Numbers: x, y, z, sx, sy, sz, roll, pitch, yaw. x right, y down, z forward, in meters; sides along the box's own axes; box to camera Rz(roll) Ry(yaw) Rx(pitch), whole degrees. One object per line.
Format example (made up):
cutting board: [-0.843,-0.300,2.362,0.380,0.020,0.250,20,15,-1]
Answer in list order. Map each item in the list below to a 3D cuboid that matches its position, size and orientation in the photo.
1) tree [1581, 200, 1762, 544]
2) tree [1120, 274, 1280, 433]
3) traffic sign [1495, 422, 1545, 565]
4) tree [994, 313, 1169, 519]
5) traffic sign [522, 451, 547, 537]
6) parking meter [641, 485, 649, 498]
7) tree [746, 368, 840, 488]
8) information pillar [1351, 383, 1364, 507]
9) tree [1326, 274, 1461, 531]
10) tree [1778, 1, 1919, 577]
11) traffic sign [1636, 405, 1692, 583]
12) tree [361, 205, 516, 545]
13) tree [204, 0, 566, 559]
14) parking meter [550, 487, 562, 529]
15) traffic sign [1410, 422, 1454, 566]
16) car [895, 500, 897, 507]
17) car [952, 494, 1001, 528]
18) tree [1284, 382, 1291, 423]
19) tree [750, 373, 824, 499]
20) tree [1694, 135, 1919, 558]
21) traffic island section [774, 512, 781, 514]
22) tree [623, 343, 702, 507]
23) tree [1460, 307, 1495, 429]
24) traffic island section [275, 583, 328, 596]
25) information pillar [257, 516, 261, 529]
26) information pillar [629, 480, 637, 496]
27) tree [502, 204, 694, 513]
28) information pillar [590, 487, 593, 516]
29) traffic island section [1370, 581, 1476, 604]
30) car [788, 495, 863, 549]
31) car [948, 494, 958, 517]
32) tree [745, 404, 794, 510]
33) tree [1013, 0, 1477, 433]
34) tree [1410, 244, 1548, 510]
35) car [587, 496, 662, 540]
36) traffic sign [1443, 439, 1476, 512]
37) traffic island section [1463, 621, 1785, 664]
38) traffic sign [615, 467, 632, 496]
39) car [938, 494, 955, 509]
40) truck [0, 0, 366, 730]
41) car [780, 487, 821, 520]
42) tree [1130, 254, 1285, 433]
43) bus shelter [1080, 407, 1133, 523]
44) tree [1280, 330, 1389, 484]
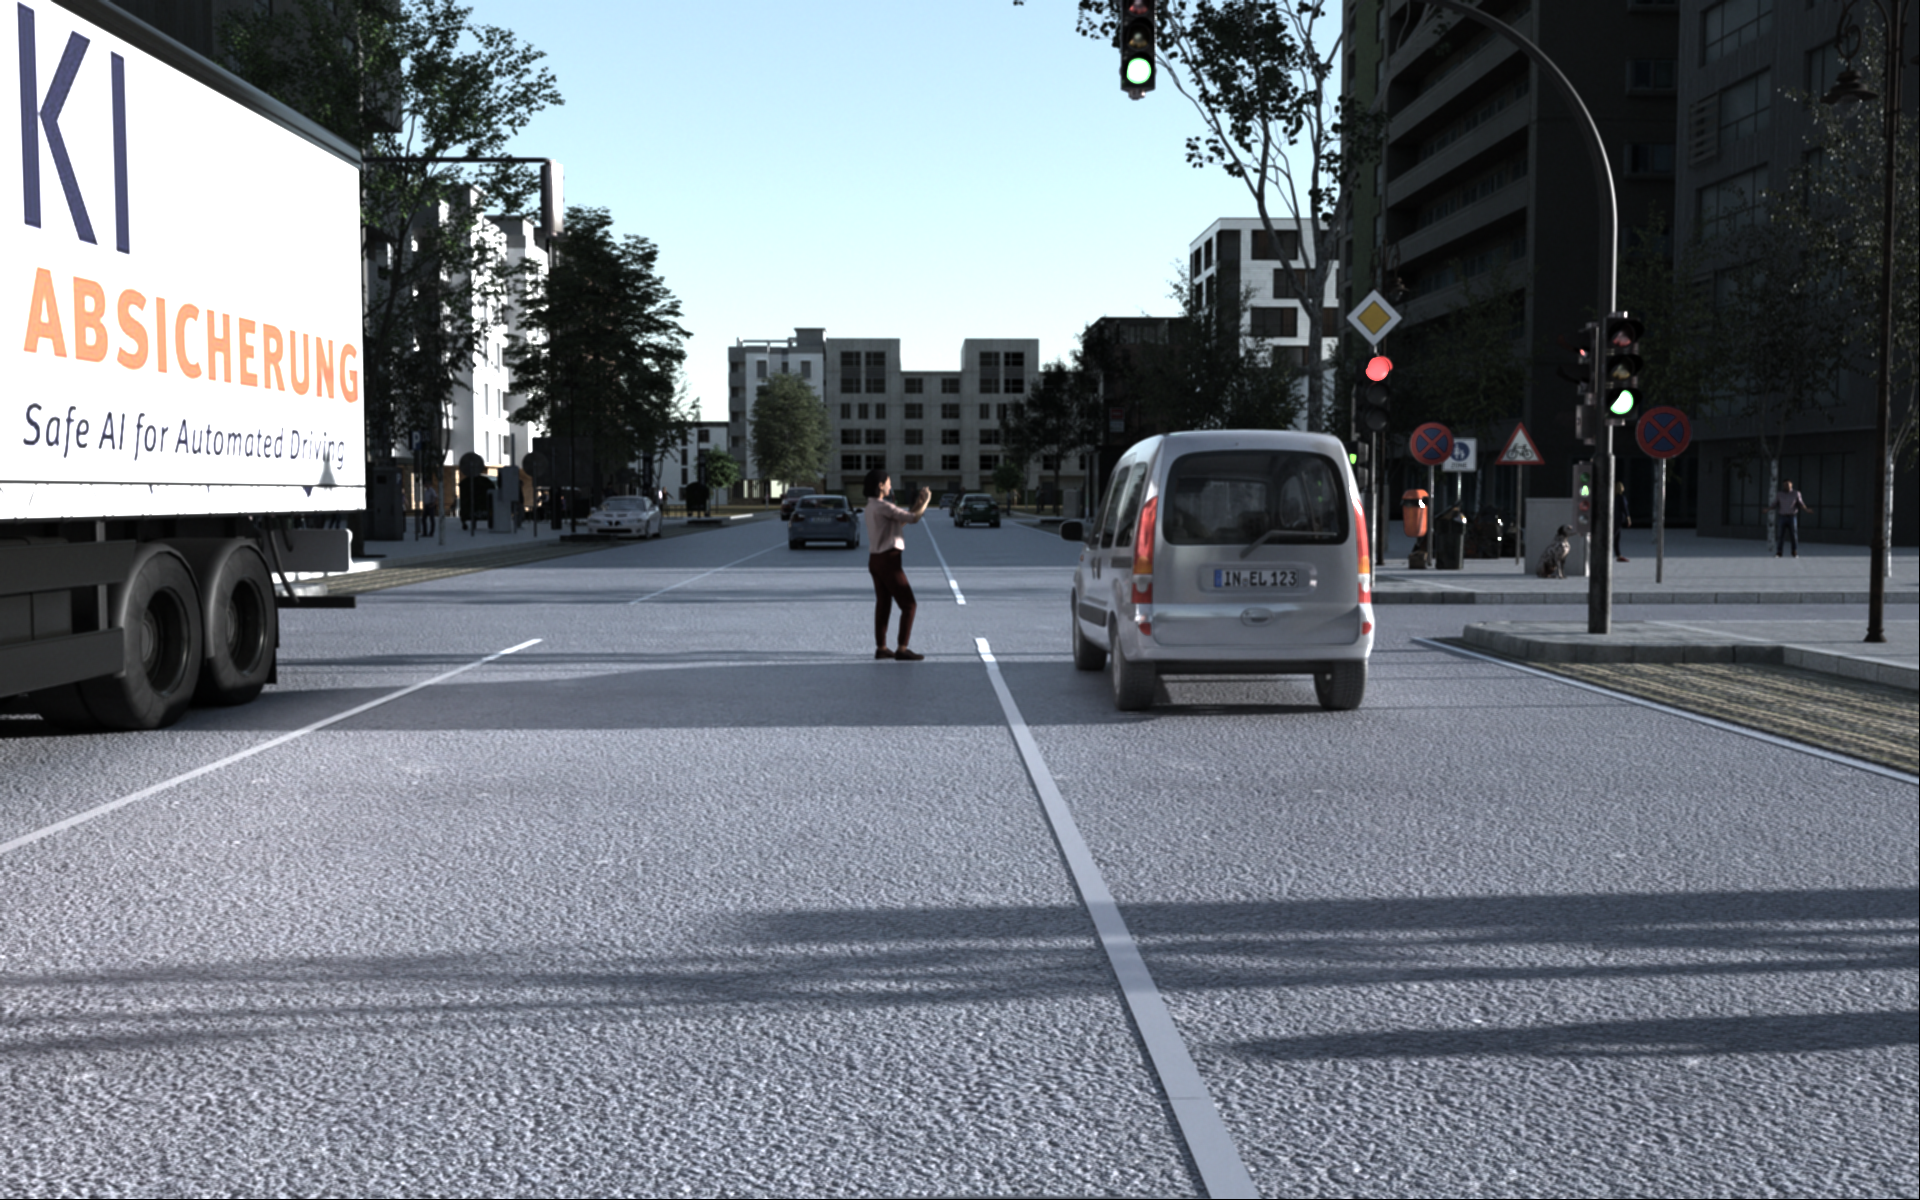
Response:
tree: [18.096,-5.737,44.164,4.737,8.622,4.395,0,3,0]
tree: [7.734,-6.597,58.219,4.737,8.622,4.395,0,3,0]
traffic sign: [10.098,-1.914,31.301,0.884,2.594,0.081,0,4,6]
tree: [6.598,-9.496,89.675,8.767,10.594,7.601,-3,5,-41]
traffic sign: [-12.713,-3.161,51.785,0.768,2.556,0.104,0,4,3]
parking meter: [-17.080,-5.402,94.030,0.399,1.863,0.255,0,4,-1]
tree: [-16.665,-16.392,174.665,9.857,13.997,8.962,0,3,0]
information pillar: [7.497,-2.526,32.651,0.183,3.616,0.504,0,4,-7]
tree: [14.258,-6.552,57.495,4.360,8.622,3.978,0,3,0]
tree: [14.531,-4.654,26.450,4.360,8.622,3.978,0,3,0]
traffic sign: [10.110,-1.520,24.966,0.768,2.556,0.104,0,4,7]
tree: [-13.294,-5.689,43.377,4.360,8.622,3.978,0,3,0]
tree: [-12.088,-6.667,34.768,9.928,11.665,9.643,0,3,0]
parking meter: [-14.685,-3.498,62.907,0.399,1.863,0.255,0,4,-3]
traffic sign: [8.327,-1.868,30.643,0.768,2.556,0.104,0,4,5]
car: [-7.312,-9.930,174.160,2.131,1.459,4.920,0,4,-1]
car: [0.739,-3.905,75.644,2.131,1.459,4.920,0,4,-3]
tree: [12.097,-7.561,73.991,4.360,8.622,3.978,0,3,0]
tree: [-16.228,-14.934,162.302,7.486,12.596,7.792,0,3,0]
tree: [18.351,-5.398,38.615,4.360,8.622,3.978,0,3,0]
traffic island section: [-12.448,-6.286,125.639,1.991,0.108,1.994,0,4,-2]
tree: [-14.822,-8.249,85.227,4.737,8.622,4.395,0,3,0]
tree: [18.188,-7.045,65.553,4.360,8.622,3.978,0,3,0]
traffic island section: [-9.910,-0.077,23.541,2.009,0.180,2.903,0,4,-2]
information pillar: [-16.558,-2.253,41.327,0.304,2.012,0.304,2,4,33]
information pillar: [-17.628,-5.430,93.280,0.304,2.012,0.304,2,4,30]
tree: [-14.437,-9.219,68.856,7.486,12.596,7.792,0,3,0]
information pillar: [-17.848,-4.886,84.372,0.304,2.012,0.304,0,4,-7]
traffic island section: [5.686,-0.103,23.972,2.009,0.180,2.903,0,4,-2]
car: [-3.610,-2.099,46.323,2.014,1.417,4.499,0,4,-1]
car: [0.247,-6.073,109.080,2.009,1.686,4.222,0,4,-3]
tree: [-15.423,-11.520,138.718,4.360,8.622,3.978,0,3,0]
tree: [7.037,-11.313,40.853,12.611,20.169,13.585,0,3,0]
tree: [15.582,-6.217,52.008,4.737,8.622,4.395,0,3,0]
car: [-10.693,-2.636,55.458,2.083,1.381,4.827,0,4,-2]
traffic sign: [9.145,-1.814,31.795,0.606,2.300,0.079,0,4,5]
traffic island section: [5.909,0.385,15.990,2.009,0.180,2.903,0,4,-2]
traffic sign: [-15.811,-4.970,81.370,0.768,2.556,0.104,0,4,4]
car: [-1.077,-9.357,164.995,2.014,1.417,4.499,0,4,-1]
truck: [-5.990,-1.193,8.427,2.839,4.237,11.283,0,4,0]
car: [-8.767,-5.321,95.676,2.281,1.827,5.304,0,4,-2]
tree: [7.341,-6.246,52.479,4.360,8.622,3.978,0,3,0]
bus shelter: [6.649,-6.137,77.970,2.179,5.291,8.768,0,4,-2]
tree: [17.539,-7.746,77.005,4.737,8.622,4.395,0,3,0]
